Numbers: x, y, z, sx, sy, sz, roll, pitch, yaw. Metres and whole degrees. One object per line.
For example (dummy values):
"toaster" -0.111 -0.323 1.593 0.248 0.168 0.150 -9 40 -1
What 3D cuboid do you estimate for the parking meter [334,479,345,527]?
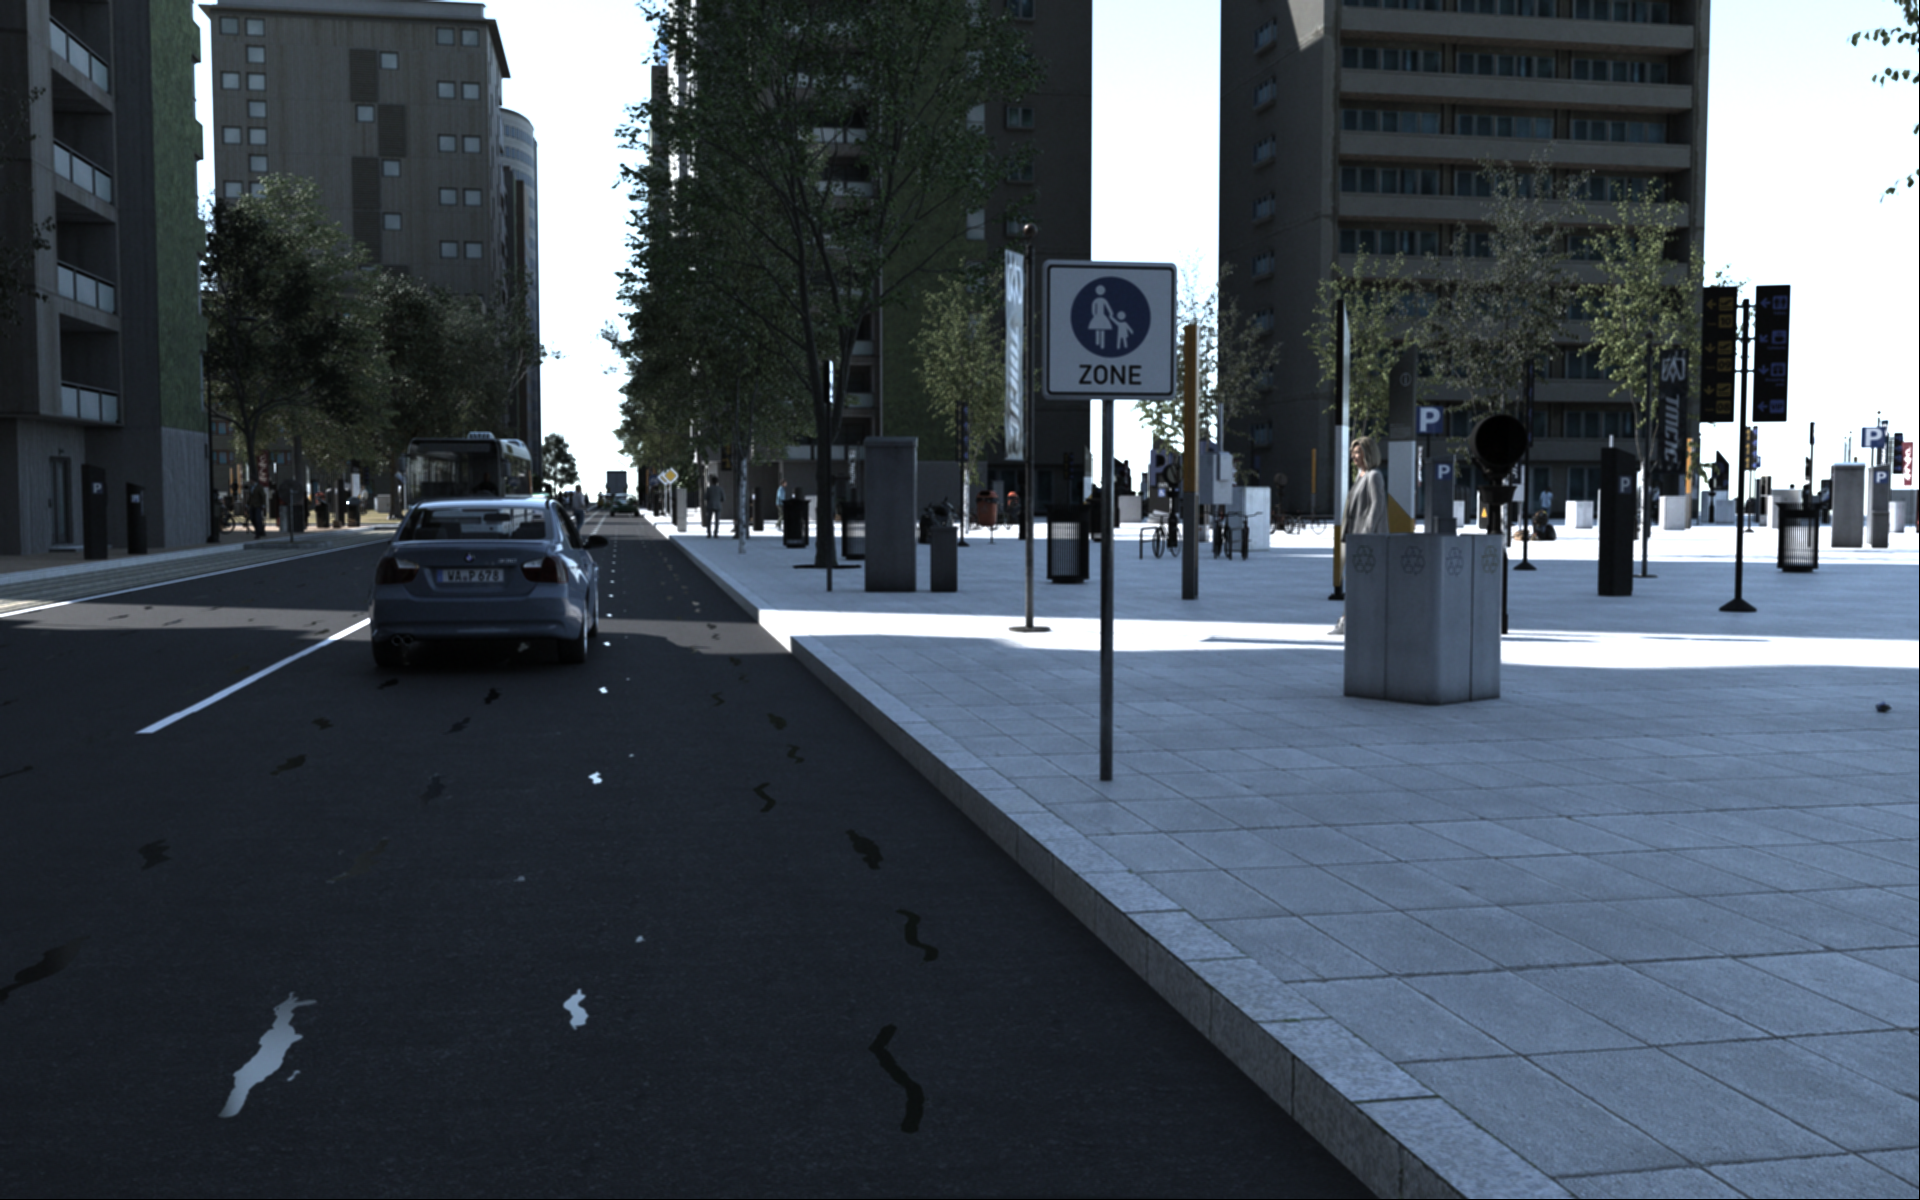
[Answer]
"parking meter" -24.564 -3.843 68.549 0.399 1.863 0.255 3 5 44

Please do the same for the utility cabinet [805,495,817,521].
"utility cabinet" -6.882 -4.339 82.097 1.020 1.237 0.306 3 4 36

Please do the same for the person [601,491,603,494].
"person" -54.688 -15.667 264.292 1.348 1.869 0.705 -2 4 -25

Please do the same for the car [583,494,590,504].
"car" -57.032 -15.305 262.244 2.014 1.417 4.499 -1 4 -10

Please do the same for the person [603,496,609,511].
"person" -29.613 -8.078 144.831 0.590 1.304 0.306 2 4 33

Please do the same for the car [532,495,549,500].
"car" -22.012 -4.713 89.417 2.083 1.381 4.827 -1 4 -9

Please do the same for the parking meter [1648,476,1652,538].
"parking meter" 20.077 -2.758 50.807 0.399 1.863 0.255 -3 4 -39

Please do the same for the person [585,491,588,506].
"person" -45.707 -12.430 211.744 0.705 1.822 1.348 -1 4 -11

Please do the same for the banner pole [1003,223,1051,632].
"banner pole" 0.559 -1.584 15.919 0.401 3.779 0.863 2 4 24

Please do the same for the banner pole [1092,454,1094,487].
"banner pole" 8.218 -7.297 109.324 0.863 3.779 0.401 3 4 38

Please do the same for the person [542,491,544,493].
"person" -44.416 -10.736 184.748 0.721 1.736 1.217 2 4 31

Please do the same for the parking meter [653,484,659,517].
"parking meter" -17.247 -5.668 98.379 0.255 1.863 0.399 0 4 4

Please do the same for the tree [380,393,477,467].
"tree" -30.706 -9.288 102.223 4.737 8.622 4.395 0 3 0

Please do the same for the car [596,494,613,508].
"car" -36.726 -10.356 179.540 2.015 1.641 3.980 -1 4 -13

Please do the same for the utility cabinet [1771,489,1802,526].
"utility cabinet" 32.899 -3.692 69.047 0.318 1.500 1.173 -3 4 -36

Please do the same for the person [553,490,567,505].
"person" -36.011 -9.015 156.038 1.348 1.807 0.705 0 4 7

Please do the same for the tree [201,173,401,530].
"tree" -24.243 -8.801 62.023 7.486 12.596 7.792 0 3 0

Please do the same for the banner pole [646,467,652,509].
"banner pole" -26.578 -9.696 148.540 0.401 3.779 0.863 2 4 27

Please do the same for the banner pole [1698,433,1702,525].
"banner pole" 30.168 -4.965 71.194 0.401 3.779 0.863 -2 4 -35

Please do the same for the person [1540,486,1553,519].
"person" 27.746 -4.485 82.088 0.793 1.790 0.793 -1 4 -17

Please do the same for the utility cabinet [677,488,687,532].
"utility cabinet" -9.410 -3.057 58.664 0.318 1.500 1.173 0 4 -7

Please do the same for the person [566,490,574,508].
"person" -40.379 -10.476 179.869 1.348 1.812 0.705 0 4 3

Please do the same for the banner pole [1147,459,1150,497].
"banner pole" 13.650 -8.272 125.261 0.401 3.779 0.863 2 4 25

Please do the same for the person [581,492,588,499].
"person" -43.359 -11.597 198.825 1.217 1.743 0.721 0 4 7

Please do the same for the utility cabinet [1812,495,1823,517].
"utility cabinet" 48.068 -5.285 97.566 0.306 1.237 1.020 -2 4 -28

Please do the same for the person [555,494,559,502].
"person" -55.690 -13.917 239.274 0.697 1.427 0.421 2 4 25

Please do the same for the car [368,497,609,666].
"car" -4.247 -0.234 15.824 2.014 1.417 4.499 -1 4 -10

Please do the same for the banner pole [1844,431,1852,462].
"banner pole" 34.982 -4.782 68.210 0.401 3.779 0.863 3 4 36

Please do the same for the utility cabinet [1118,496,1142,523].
"utility cabinet" 7.510 -3.996 76.489 1.020 1.237 0.306 0 4 7

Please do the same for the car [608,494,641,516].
"car" -21.906 -6.191 113.017 2.131 1.459 4.920 -1 4 -12

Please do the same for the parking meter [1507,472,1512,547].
"parking meter" 13.068 -2.203 41.722 0.399 1.863 0.255 0 4 5

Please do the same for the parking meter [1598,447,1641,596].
"parking meter" 8.292 -0.987 21.847 0.399 1.863 0.255 -2 4 -25

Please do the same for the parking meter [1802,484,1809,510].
"parking meter" 45.993 -5.407 94.115 0.399 1.863 0.255 0 4 6

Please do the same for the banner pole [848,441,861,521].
"banner pole" -5.003 -5.660 82.553 0.863 3.779 0.401 3 4 36

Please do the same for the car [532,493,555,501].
"car" -24.182 -5.534 99.276 1.959 1.807 4.718 -1 4 -10

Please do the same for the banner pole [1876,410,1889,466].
"banner pole" 27.435 -3.767 51.608 0.401 3.779 0.863 0 4 3

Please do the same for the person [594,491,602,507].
"person" -40.111 -11.279 192.926 1.348 1.823 0.705 -2 4 -25

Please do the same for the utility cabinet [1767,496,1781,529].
"utility cabinet" 30.159 -3.241 64.154 0.306 1.237 1.020 1 4 16

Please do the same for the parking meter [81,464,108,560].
"parking meter" -16.944 -1.726 33.933 0.255 1.863 0.399 2 4 34

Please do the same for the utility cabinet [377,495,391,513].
"utility cabinet" -38.961 -6.501 117.460 1.020 1.237 0.306 -1 4 -10

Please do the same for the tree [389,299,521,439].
"tree" -33.909 -12.740 114.951 9.857 13.997 8.962 0 3 0

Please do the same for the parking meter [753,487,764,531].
"parking meter" -6.987 -3.151 59.932 0.372 1.533 0.369 0 3 0

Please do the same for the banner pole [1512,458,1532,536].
"banner pole" 17.234 -3.876 53.396 0.863 3.779 0.401 0 4 2

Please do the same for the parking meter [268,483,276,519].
"parking meter" -35.696 -5.147 89.867 0.399 1.863 0.255 -3 5 -42

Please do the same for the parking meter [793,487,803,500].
"parking meter" -6.004 -3.408 64.127 0.372 1.533 0.369 0 3 0

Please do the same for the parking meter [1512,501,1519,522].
"parking meter" 25.406 -4.341 79.379 0.372 1.533 0.369 0 3 0

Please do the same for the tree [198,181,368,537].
"tree" -21.494 -7.203 52.179 7.601 10.594 8.767 1 4 12

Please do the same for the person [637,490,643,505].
"person" -38.396 -12.369 208.236 0.705 1.831 1.348 -3 5 -42

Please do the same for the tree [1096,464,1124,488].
"tree" 9.516 -6.889 107.239 1.663 3.219 1.824 0 3 0

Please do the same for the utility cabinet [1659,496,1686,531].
"utility cabinet" 25.050 -3.044 60.930 1.020 1.237 0.306 -2 4 -27

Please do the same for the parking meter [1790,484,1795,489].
"parking meter" 47.902 -5.751 99.737 0.255 1.863 0.399 2 4 24

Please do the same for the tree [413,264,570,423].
"tree" -37.456 -17.441 141.043 12.611 20.169 13.585 0 3 0

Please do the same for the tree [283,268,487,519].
"tree" -28.768 -10.446 87.795 9.611 12.733 9.660 0 3 0

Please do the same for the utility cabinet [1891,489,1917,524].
"utility cabinet" 39.508 -3.908 72.579 0.318 1.500 1.173 -2 4 -31

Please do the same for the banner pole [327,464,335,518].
"banner pole" -34.108 -6.351 93.857 0.401 3.779 0.863 0 4 4

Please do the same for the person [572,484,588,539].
"person" -12.074 -2.793 54.832 0.731 1.740 0.598 2 4 24

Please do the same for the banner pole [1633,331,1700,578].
"banner pole" 10.715 -2.229 26.455 0.401 3.779 0.863 -3 5 -40

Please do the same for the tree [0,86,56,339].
"tree" -16.819 -4.769 28.330 4.360 8.622 3.978 0 3 0

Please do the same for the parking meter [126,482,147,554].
"parking meter" -17.604 -1.750 37.028 0.372 1.533 0.369 0 3 0

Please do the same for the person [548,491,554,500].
"person" -43.036 -10.580 182.277 0.445 1.727 0.742 1 4 16
